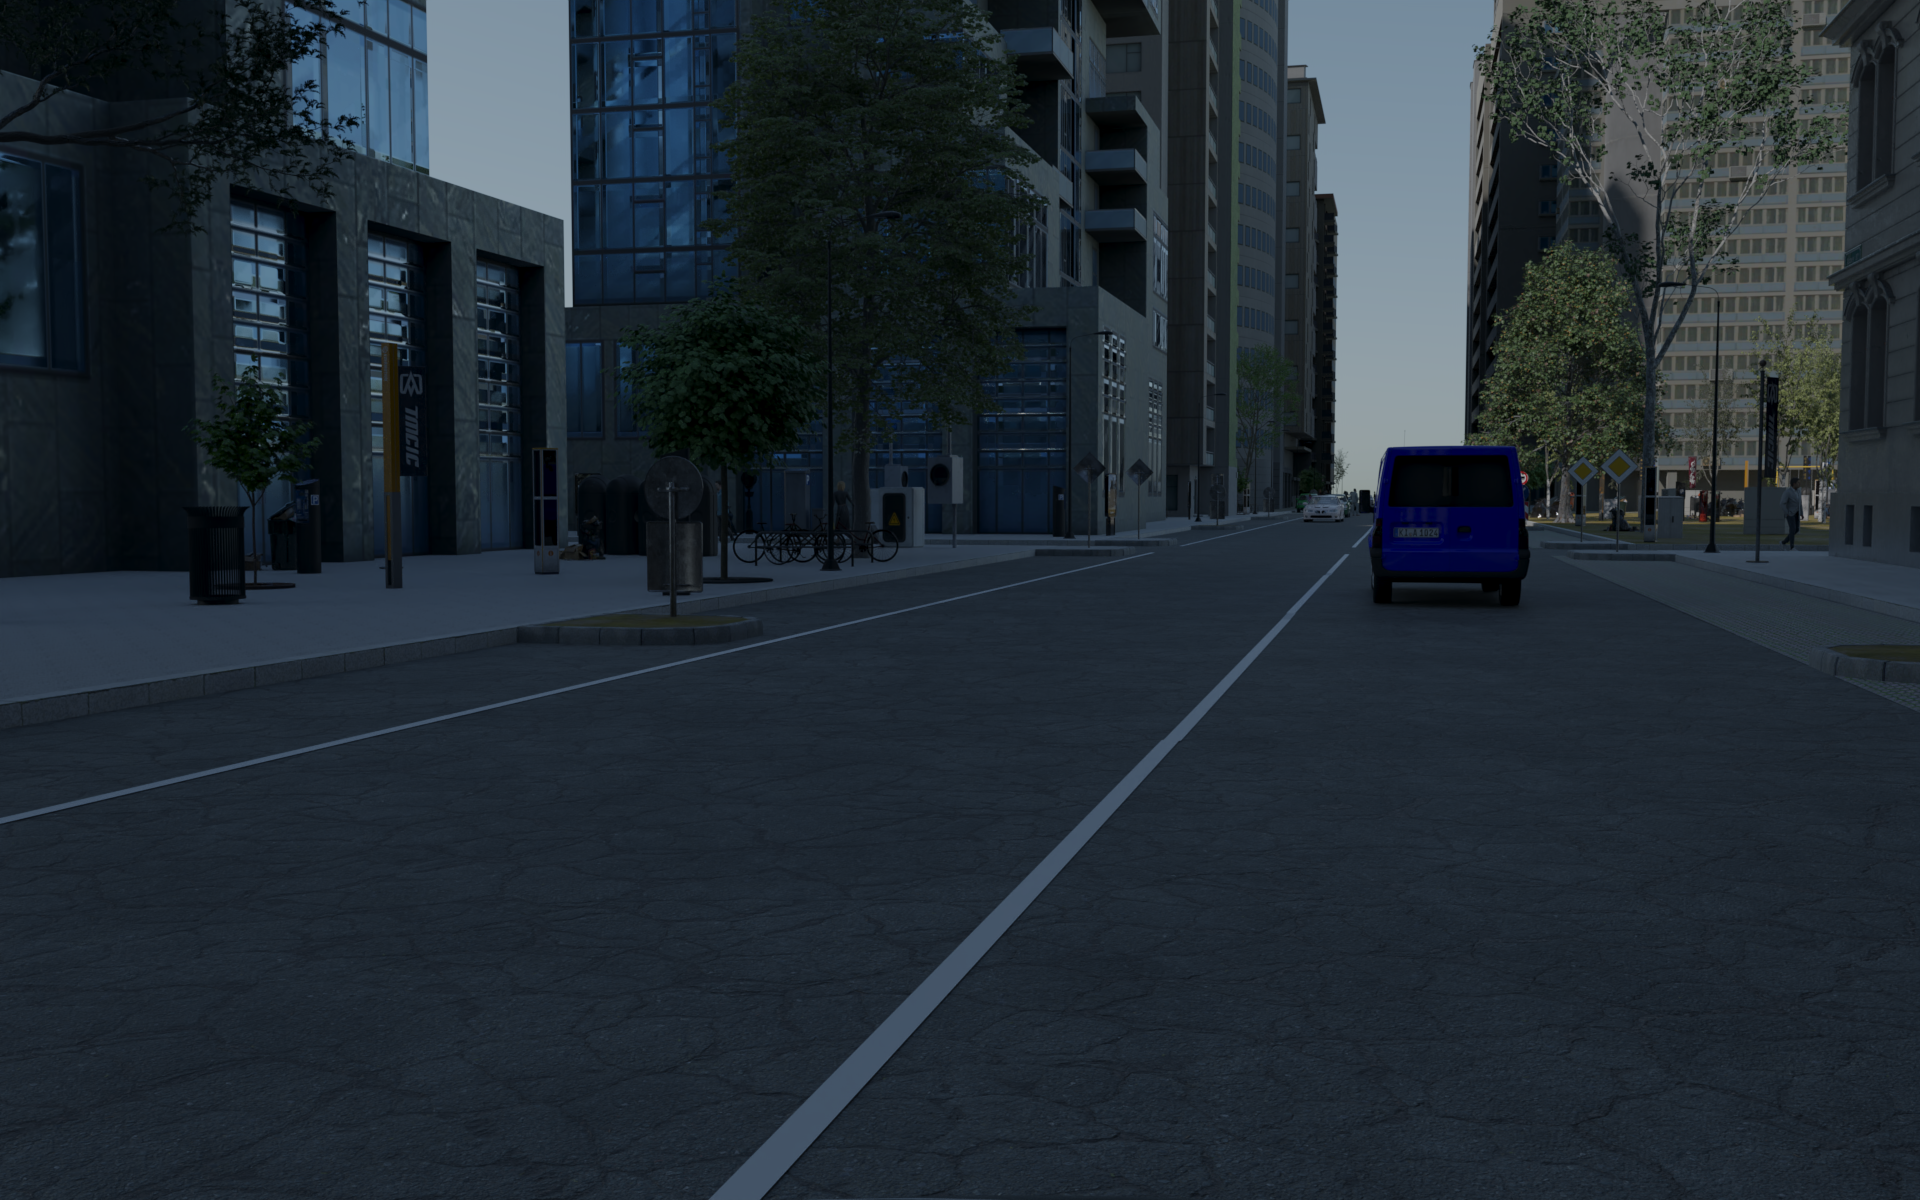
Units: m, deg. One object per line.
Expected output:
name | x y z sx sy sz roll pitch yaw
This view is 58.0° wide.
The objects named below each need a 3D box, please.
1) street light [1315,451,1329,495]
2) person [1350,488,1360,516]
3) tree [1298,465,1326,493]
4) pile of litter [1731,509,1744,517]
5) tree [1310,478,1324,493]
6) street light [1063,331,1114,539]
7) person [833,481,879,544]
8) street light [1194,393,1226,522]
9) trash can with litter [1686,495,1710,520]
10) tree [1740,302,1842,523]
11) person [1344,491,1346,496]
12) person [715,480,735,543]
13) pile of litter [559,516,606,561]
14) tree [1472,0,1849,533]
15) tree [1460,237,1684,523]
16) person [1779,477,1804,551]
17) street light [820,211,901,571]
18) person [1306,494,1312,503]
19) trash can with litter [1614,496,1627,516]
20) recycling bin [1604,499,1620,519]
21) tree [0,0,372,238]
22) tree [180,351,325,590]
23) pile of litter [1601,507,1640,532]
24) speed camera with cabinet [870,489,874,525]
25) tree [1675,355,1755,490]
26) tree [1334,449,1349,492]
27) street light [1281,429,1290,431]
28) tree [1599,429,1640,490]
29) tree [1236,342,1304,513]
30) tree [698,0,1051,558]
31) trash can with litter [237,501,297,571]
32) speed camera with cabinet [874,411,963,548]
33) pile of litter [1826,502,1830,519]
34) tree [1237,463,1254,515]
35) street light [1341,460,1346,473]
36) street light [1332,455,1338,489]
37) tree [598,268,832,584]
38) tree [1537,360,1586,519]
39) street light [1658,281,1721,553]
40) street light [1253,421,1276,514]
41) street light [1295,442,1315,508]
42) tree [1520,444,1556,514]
street light | 38.356 -12.979 184.752 1.470 5.913 1.316 1 4 14
person | 26.162 -6.494 114.775 0.635 1.810 0.391 3 4 36
tree | 39.557 -12.972 195.802 4.285 4.588 4.351 0 3 0
pile of litter | 43.741 -5.019 96.031 1.176 0.858 1.719 -3 5 -43
tree | 39.298 -12.064 191.843 1.663 3.219 1.824 0 3 0
street light | 3.676 -4.707 49.504 1.470 5.913 1.316 1 4 14
person | -2.984 -2.462 48.970 1.509 1.804 0.699 1 4 20
street light | 11.538 -6.558 79.758 1.470 5.913 1.316 1 4 14
trash can with litter | 40.912 -5.283 97.433 2.233 1.210 1.678 -2 4 -31
tree | 32.345 -7.167 67.542 4.737 8.622 4.395 0 3 0
person | 41.967 -11.022 188.792 0.705 1.814 1.350 0 4 2
person | -6.647 -2.468 48.864 0.620 1.820 0.660 -2 4 -33
pile of litter | -7.506 -1.230 34.079 1.176 0.858 1.719 0 4 2
tree | 23.960 -12.233 55.903 12.611 20.169 13.585 0 3 0
tree | 27.280 -9.811 77.420 9.611 12.733 9.660 0 3 0
person | 20.392 -2.092 42.557 0.661 1.843 0.795 -1 4 -21
street light | -1.643 -3.436 28.714 1.470 5.913 1.316 1 4 14
person | 25.652 -7.070 127.315 0.599 1.433 0.991 2 4 35
trash can with litter | 40.192 -5.795 106.138 1.055 1.170 0.624 -2 4 -30
recycling bin | 33.403 -4.665 88.831 0.722 1.027 0.722 2 4 29
tree | -6.676 -4.645 10.352 7.601 10.594 8.767 -1 4 -11
tree | -9.488 -1.772 23.578 1.663 3.219 1.824 0 3 0
pile of litter | 22.882 -2.803 59.787 1.176 0.858 1.719 0 4 -2
speed camera with cabinet | -2.191 -3.603 53.243 0.660 3.252 2.038 1 4 18
tree | 40.273 -8.694 92.511 4.360 8.622 3.978 0 3 0
tree | 60.249 -19.973 276.922 4.737 8.622 4.395 0 3 0
street light | 22.959 -9.296 124.535 1.470 5.913 1.316 1 4 14
tree | 42.577 -9.844 111.318 4.360 8.622 3.978 0 3 0
tree | 19.610 -11.728 117.503 9.928 11.665 9.643 0 3 0
tree | -1.750 -7.134 34.769 7.486 12.596 7.792 0 3 0
trash can with litter | -11.589 -1.082 29.080 1.055 1.170 0.624 -1 4 -18
speed camera with cabinet | -0.947 -2.874 41.325 2.038 3.252 0.660 2 4 29
pile of litter | 45.591 -4.683 90.527 1.719 0.858 1.176 -1 4 -22
tree | 17.071 -6.876 107.025 1.663 3.219 1.824 0 3 0
street light | 50.989 -15.993 234.021 1.470 5.913 1.316 1 4 14
street light | 43.360 -14.147 203.851 1.470 5.913 1.316 1 4 14
tree | -3.549 -2.544 25.304 4.285 4.588 4.351 0 3 0
tree | 30.306 -8.440 88.357 4.737 8.622 4.395 0 3 0
street light | 15.943 -3.996 37.879 1.470 5.913 1.316 1 4 14
street light | 19.278 -8.394 109.779 1.470 5.913 1.316 1 4 14
street light | 30.653 -11.143 154.723 1.470 5.913 1.316 1 4 14
tree | 36.809 -7.856 112.166 4.285 4.588 4.351 0 3 0
